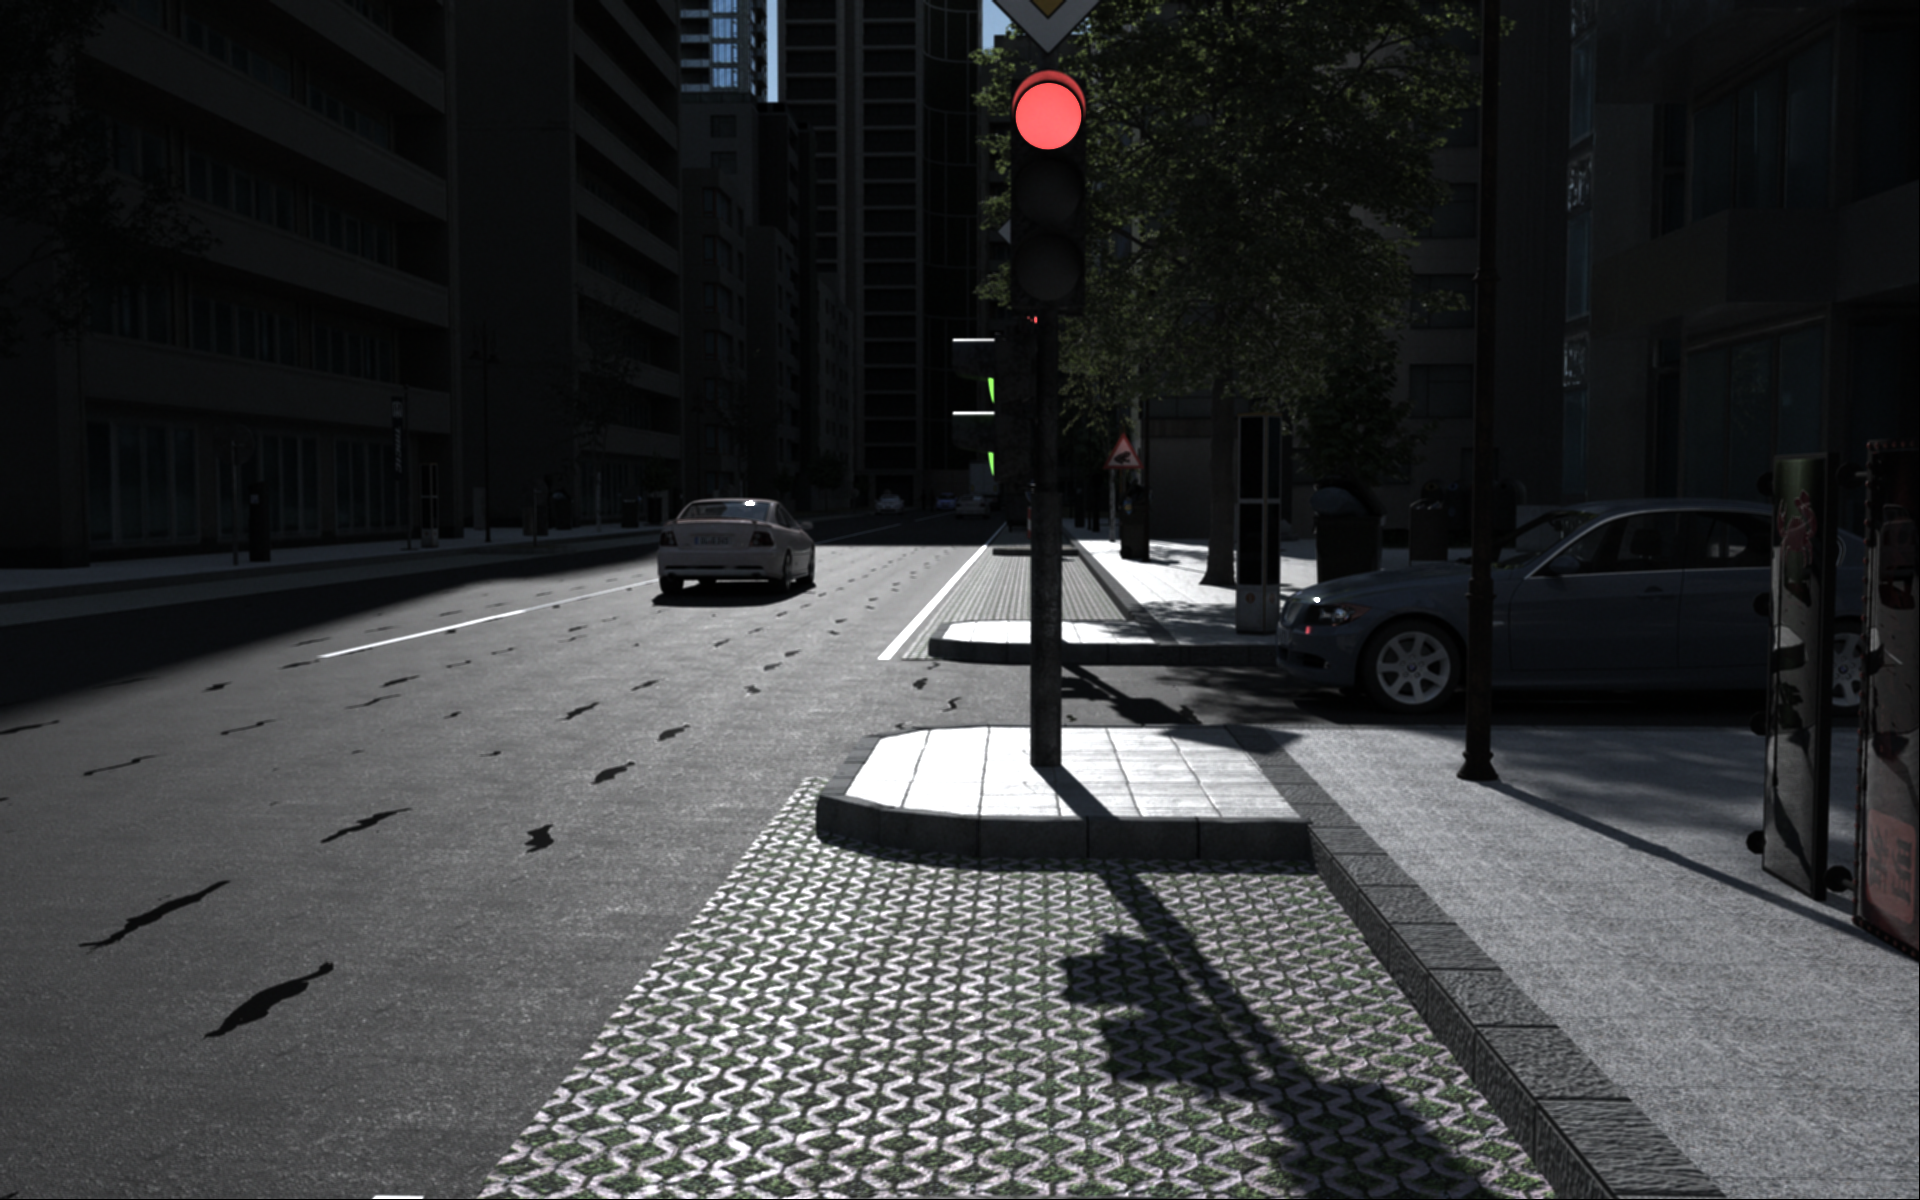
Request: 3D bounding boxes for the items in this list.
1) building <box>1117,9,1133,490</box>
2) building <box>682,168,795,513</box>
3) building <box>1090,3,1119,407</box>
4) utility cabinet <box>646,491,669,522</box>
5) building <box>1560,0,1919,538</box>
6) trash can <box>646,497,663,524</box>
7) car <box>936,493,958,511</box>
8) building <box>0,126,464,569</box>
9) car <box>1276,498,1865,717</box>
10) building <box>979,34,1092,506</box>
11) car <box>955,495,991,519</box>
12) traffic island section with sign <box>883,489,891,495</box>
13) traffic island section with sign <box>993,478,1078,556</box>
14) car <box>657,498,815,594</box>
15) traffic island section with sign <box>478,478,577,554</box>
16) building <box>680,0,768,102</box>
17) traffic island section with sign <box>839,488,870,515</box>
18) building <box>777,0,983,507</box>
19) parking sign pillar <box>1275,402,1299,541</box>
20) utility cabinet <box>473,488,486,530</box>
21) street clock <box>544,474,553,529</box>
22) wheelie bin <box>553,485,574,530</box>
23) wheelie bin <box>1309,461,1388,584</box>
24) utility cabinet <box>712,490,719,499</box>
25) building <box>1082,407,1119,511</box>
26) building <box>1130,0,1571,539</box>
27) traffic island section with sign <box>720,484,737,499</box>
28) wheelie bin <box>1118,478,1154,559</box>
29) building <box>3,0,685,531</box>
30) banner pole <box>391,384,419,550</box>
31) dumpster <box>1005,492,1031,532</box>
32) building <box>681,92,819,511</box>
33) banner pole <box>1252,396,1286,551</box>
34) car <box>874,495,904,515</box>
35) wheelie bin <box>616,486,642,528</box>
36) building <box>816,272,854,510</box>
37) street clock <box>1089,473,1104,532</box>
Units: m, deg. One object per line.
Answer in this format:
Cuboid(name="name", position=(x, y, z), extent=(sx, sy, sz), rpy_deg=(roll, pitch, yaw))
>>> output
Cuboid(name="building", position=(16.265, -27.425, 98.517), extent=(14.600, 45.320, 14.200), rpy_deg=(0, 4, 2))
Cuboid(name="building", position=(-25.966, -16.021, 106.987), extent=(27.650, 21.520, 28.899), rpy_deg=(0, 4, 2))
Cuboid(name="building", position=(25.201, -34.296, 149.979), extent=(28.713, 52.752, 27.495), rpy_deg=(0, 4, 2))
Cuboid(name="utility cabinet", position=(-13.628, -4.243, 78.050), extent=(0.318, 1.500, 1.173), rpy_deg=(2, 4, 31))
Cuboid(name="building", position=(24.637, -24.716, 23.714), extent=(30.456, 49.044, 23.786), rpy_deg=(0, 4, 2))
Cuboid(name="trash can", position=(-13.212, -3.872, 74.954), extent=(0.748, 1.137, 0.748), rpy_deg=(0, 3, 0))
Cuboid(name="car", position=(-1.127, -8.716, 152.094), extent=(1.945, 1.707, 3.694), rpy_deg=(0, 4, 4))
Cuboid(name="building", position=(-25.566, -25.405, 39.078), extent=(21.300, 48.544, 21.600), rpy_deg=(0, 4, 2))
Cuboid(name="car", position=(4.464, 0.001, 11.983), extent=(4.499, 1.417, 2.014), rpy_deg=(0, 4, 2))
Cuboid(name="building", position=(13.018, -34.456, 187.052), extent=(21.600, 48.544, 21.300), rpy_deg=(0, 4, 2))
Cuboid(name="car", position=(0.744, -5.370, 100.168), extent=(2.083, 1.381, 4.827), rpy_deg=(0, 4, 4))
Cuboid(name="traffic island section with sign", position=(-6.062, -8.363, 145.368), extent=(1.989, 1.847, 2.006), rpy_deg=(0, 4, 2))
Cuboid(name="traffic island section with sign", position=(1.772, -1.965, 40.762), extent=(1.989, 1.847, 2.006), rpy_deg=(0, 4, 2))
Cuboid(name="car", position=(-3.334, -0.854, 26.325), extent=(2.083, 1.381, 4.827), rpy_deg=(0, 4, 2))
Cuboid(name="traffic island section with sign", position=(-10.353, -2.026, 41.750), extent=(1.989, 1.847, 2.006), rpy_deg=(0, 4, 2))
Cuboid(name="building", position=(-33.867, -53.504, 187.460), extent=(31.000, 86.520, 22.319), rpy_deg=(0, 4, 2))
Cuboid(name="traffic island section with sign", position=(-7.173, -6.712, 118.363), extent=(1.989, 1.847, 2.006), rpy_deg=(0, 4, 2))
Cuboid(name="building", position=(-8.113, -45.744, 186.169), extent=(20.611, 71.187, 20.563), rpy_deg=(0, 4, 2))
Cuboid(name="parking sign pillar", position=(8.587, -3.612, 47.535), extent=(1.447, 3.967, 1.447), rpy_deg=(3, 5, 44))
Cuboid(name="utility cabinet", position=(-17.067, -3.243, 61.705), extent=(0.318, 1.500, 1.173), rpy_deg=(0, 4, -5))
Cuboid(name="street clock", position=(-15.139, -3.619, 63.736), extent=(0.358, 2.002, 0.471), rpy_deg=(0, 4, -1))
Cuboid(name="wheelie bin", position=(-14.231, -3.316, 62.128), extent=(0.693, 1.594, 0.980), rpy_deg=(0, 4, -7))
Cuboid(name="wheelie bin", position=(3.709, -0.530, 16.571), extent=(0.693, 1.594, 0.980), rpy_deg=(1, 4, 18))
Cuboid(name="utility cabinet", position=(-12.337, -4.812, 87.352), extent=(0.318, 1.500, 1.173), rpy_deg=(-1, 4, -11))
Cuboid(name="building", position=(20.216, -49.374, 119.936), extent=(22.319, 86.520, 31.000), rpy_deg=(0, 4, 2))
Cuboid(name="building", position=(12.437, -22.701, 54.748), extent=(14.154, 41.232, 14.086), rpy_deg=(0, 4, 2))
Cuboid(name="traffic island section with sign", position=(-9.233, -3.686, 68.888), extent=(1.989, 1.847, 2.006), rpy_deg=(0, 4, 2))
Cuboid(name="wheelie bin", position=(3.513, -1.631, 34.579), extent=(0.693, 1.594, 0.980), rpy_deg=(1, 4, 9))
Cuboid(name="building", position=(-24.820, -27.611, 75.142), extent=(21.300, 48.544, 21.600), rpy_deg=(0, 4, 2))
Cuboid(name="banner pole", position=(-12.653, -3.014, 39.295), extent=(0.401, 3.779, 0.863), rpy_deg=(1, 4, 13))
Cuboid(name="dumpster", position=(2.599, -3.462, 64.824), extent=(1.865, 1.857, 1.264), rpy_deg=(0, 4, 3))
Cuboid(name="building", position=(-18.363, -21.810, 128.292), extent=(14.160, 30.474, 14.107), rpy_deg=(0, 4, 2))
Cuboid(name="banner pole", position=(6.956, -3.002, 39.093), extent=(0.863, 3.779, 0.401), rpy_deg=(2, 4, 24))
Cuboid(name="car", position=(-4.900, -6.634, 120.833), extent=(2.083, 1.381, 4.827), rpy_deg=(0, 4, 1))
Cuboid(name="wheelie bin", position=(-12.540, -3.536, 65.718), extent=(0.980, 1.594, 0.693), rpy_deg=(0, 4, -5))
Cuboid(name="building", position=(-25.203, -18.822, 152.771), extent=(28.899, 21.520, 27.650), rpy_deg=(0, 4, 2))
Cuboid(name="street clock", position=(4.600, -3.301, 58.549), extent=(0.471, 2.002, 0.358), rpy_deg=(-2, 4, -25))
